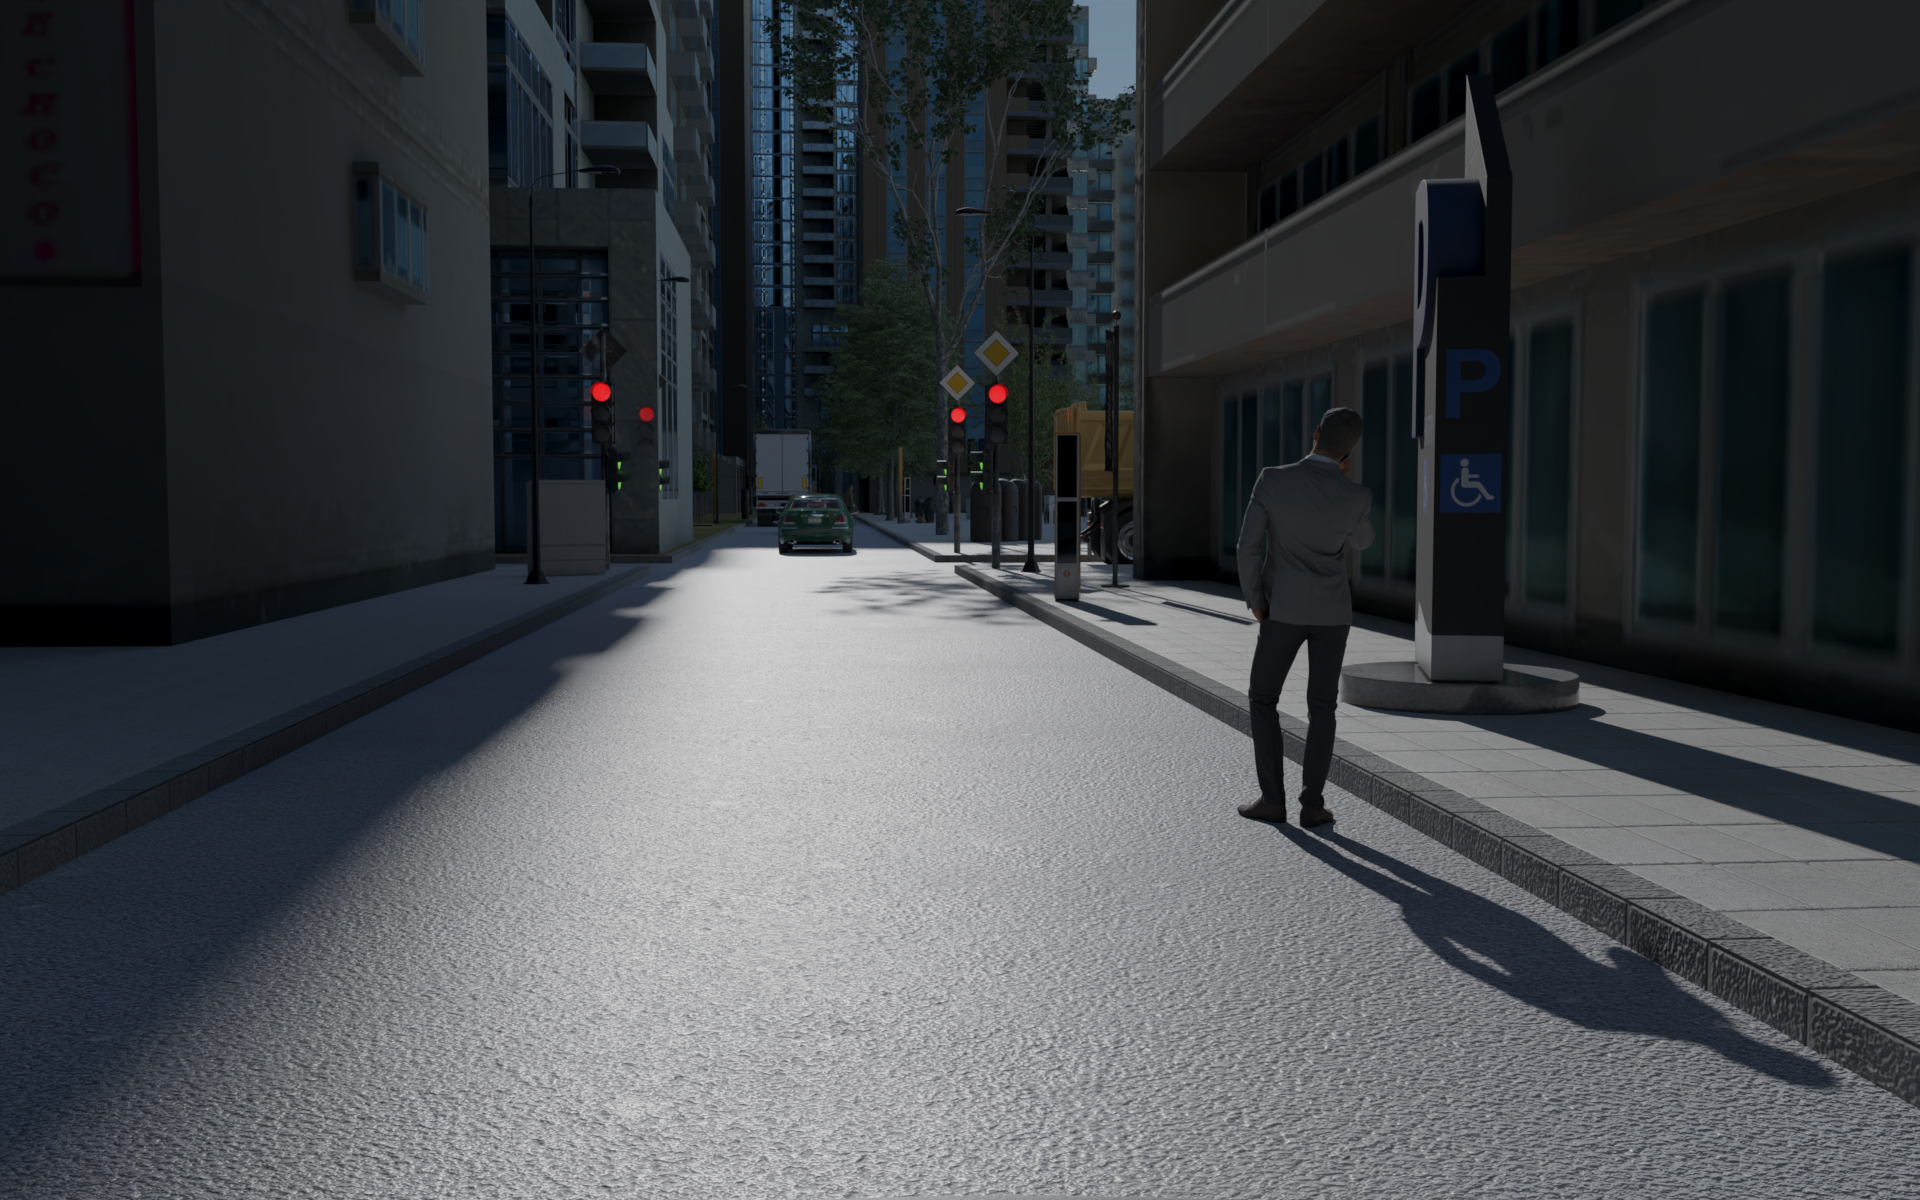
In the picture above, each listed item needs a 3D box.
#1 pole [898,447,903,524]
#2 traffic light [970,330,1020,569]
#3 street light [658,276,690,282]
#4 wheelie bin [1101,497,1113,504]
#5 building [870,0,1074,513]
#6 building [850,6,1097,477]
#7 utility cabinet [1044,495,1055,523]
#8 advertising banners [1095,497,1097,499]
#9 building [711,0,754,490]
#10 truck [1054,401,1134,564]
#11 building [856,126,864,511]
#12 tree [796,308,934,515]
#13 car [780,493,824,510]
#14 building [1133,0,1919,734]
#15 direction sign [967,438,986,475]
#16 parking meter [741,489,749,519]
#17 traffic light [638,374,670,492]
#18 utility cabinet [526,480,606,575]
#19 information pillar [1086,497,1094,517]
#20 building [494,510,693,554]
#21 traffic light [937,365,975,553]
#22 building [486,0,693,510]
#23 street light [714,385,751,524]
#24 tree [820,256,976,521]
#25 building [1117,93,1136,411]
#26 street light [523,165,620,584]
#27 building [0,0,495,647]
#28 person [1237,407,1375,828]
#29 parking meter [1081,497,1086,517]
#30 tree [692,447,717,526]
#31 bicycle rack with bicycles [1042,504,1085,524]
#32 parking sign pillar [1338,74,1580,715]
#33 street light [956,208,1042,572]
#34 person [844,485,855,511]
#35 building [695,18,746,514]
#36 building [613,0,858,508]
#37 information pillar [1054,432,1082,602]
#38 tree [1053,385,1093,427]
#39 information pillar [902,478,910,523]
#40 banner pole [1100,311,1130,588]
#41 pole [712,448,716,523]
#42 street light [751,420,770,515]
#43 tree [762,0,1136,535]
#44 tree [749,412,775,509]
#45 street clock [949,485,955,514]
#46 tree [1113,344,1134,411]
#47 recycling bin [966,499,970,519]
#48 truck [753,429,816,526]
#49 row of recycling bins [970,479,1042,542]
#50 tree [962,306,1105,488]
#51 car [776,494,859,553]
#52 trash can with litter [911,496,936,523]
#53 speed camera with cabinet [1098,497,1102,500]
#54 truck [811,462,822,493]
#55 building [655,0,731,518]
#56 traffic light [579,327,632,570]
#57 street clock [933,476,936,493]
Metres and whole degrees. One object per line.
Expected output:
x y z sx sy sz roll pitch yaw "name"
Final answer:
-2.595 -4.961 74.949 0.158 3.312 0.155 0 3 0 "pole"
0.601 -2.499 29.785 0.839 4.253 0.868 0 4 -5 "traffic light"
-6.462 -3.947 37.072 1.470 5.913 1.316 0 4 -5 "street light"
5.567 -3.372 63.045 0.980 1.594 0.693 3 5 43 "wheelie bin"
-0.092 -28.878 122.260 14.600 45.320 14.200 0 4 -5 "building"
0.977 -33.893 173.763 23.786 49.044 30.456 0 4 -5 "building"
4.150 -4.011 76.745 0.306 1.237 1.020 3 5 41 "utility cabinet"
8.173 -6.530 102.951 0.090 3.025 2.074 3 4 36 "advertising banners"
-23.840 -29.868 138.455 14.600 45.320 14.200 0 4 -5 "building"
6.823 -2.311 33.703 9.791 3.379 3.469 0 4 -4 "truck"
-1.198 -22.330 136.797 14.160 30.474 14.107 0 4 -5 "building"
-4.922 -11.514 105.264 9.611 12.733 9.660 0 3 0 "tree"
-5.480 -3.296 62.922 2.155 1.783 4.494 0 4 -3 "car"
14.148 -23.962 15.481 21.300 48.544 21.600 0 4 -5 "building"
0.676 -4.809 70.624 0.876 3.537 0.379 2 4 33 "direction sign"
-10.999 -4.908 88.652 0.372 1.533 0.369 0 3 0 "parking meter"
-6.667 -2.951 37.163 0.839 4.253 0.868 0 4 -5 "traffic light"
-6.199 -1.137 27.264 1.173 1.500 0.318 -2 4 -29 "utility cabinet"
6.912 -5.355 92.053 0.304 2.012 0.304 2 4 27 "information pillar"
-18.862 -45.025 48.837 22.319 86.520 31.000 0 4 -5 "building"
-0.081 -2.986 37.741 0.839 4.253 0.868 0 4 -5 "traffic light"
-35.319 -52.638 173.301 31.000 86.520 22.319 0 4 -5 "building"
-9.799 -6.185 73.662 1.470 5.913 1.316 0 4 -5 "street light"
-2.954 -10.083 82.989 7.486 12.596 7.792 0 3 0 "tree"
21.516 -36.116 210.108 30.456 49.044 23.786 0 4 -5 "building"
-5.507 -3.184 24.597 1.470 5.913 1.316 0 4 -5 "street light"
-17.476 -24.027 16.550 21.600 48.544 21.300 0 4 -5 "building"
1.493 0.069 7.548 0.592 1.802 0.473 1 4 20 "person"
7.029 -5.633 97.815 0.255 1.863 0.399 3 5 44 "parking meter"
-10.373 -4.579 69.464 1.663 3.219 1.824 0 3 0 "tree"
4.530 -4.093 80.301 2.852 0.926 2.925 -1 4 -21 "bicycle rack with bicycles"
3.075 -1.355 10.626 1.447 3.967 1.447 1 4 11 "parking sign pillar"
0.630 -3.410 28.294 1.470 5.913 1.316 0 4 -5 "street light"
-4.962 -4.240 77.742 0.656 1.842 0.836 1 4 20 "person"
-25.587 -41.702 120.080 20.563 71.187 20.611 0 4 -5 "building"
-23.579 -54.540 204.395 31.000 86.520 22.319 0 4 -5 "building"
1.290 -0.992 20.713 0.304 2.012 0.304 0 4 7 "information pillar"
7.630 -9.862 111.606 4.360 8.622 3.978 0 3 0 "tree"
-2.416 -4.459 77.397 0.304 2.012 0.304 -2 4 -30 "information pillar"
2.065 -2.051 23.552 0.401 3.779 0.863 1 4 19 "banner pole"
-10.827 -5.052 76.437 0.158 3.312 0.155 0 3 0 "pole"
-12.586 -8.322 108.610 1.470 5.913 1.316 0 4 -5 "street light"
0.719 -12.057 53.029 12.611 20.169 13.585 0 3 0 "tree"
-18.796 -12.809 159.791 4.737 8.622 4.395 0 3 0 "tree"
-0.597 -6.607 112.590 0.471 2.002 0.358 -1 4 -15 "street clock"
8.678 -7.981 80.849 4.737 8.622 4.395 0 3 0 "tree"
0.784 -4.631 88.265 0.722 1.027 0.722 2 4 28 "recycling bin"
-8.113 -5.584 80.214 2.839 4.237 11.283 0 4 -5 "truck"
1.330 -2.464 47.391 1.069 1.692 3.534 2 4 26 "row of recycling bins"
2.360 -7.125 66.851 4.737 8.622 4.395 0 3 0 "tree"
-3.604 -1.947 43.637 2.131 1.459 4.920 0 4 -3 "car"
-1.466 -3.951 75.985 0.624 1.170 1.055 3 5 40 "trash can with litter"
6.406 -4.709 71.330 0.660 3.252 2.038 3 4 36 "speed camera with cabinet"
-13.973 -10.253 156.555 2.839 4.237 11.283 0 4 -4 "truck"
-24.202 -28.668 88.322 23.786 49.044 30.456 0 4 -5 "building"
-5.985 -2.464 29.207 0.839 4.253 0.868 0 4 -5 "traffic light"
-0.745 -3.622 63.794 0.471 2.002 0.358 1 4 10 "street clock"
